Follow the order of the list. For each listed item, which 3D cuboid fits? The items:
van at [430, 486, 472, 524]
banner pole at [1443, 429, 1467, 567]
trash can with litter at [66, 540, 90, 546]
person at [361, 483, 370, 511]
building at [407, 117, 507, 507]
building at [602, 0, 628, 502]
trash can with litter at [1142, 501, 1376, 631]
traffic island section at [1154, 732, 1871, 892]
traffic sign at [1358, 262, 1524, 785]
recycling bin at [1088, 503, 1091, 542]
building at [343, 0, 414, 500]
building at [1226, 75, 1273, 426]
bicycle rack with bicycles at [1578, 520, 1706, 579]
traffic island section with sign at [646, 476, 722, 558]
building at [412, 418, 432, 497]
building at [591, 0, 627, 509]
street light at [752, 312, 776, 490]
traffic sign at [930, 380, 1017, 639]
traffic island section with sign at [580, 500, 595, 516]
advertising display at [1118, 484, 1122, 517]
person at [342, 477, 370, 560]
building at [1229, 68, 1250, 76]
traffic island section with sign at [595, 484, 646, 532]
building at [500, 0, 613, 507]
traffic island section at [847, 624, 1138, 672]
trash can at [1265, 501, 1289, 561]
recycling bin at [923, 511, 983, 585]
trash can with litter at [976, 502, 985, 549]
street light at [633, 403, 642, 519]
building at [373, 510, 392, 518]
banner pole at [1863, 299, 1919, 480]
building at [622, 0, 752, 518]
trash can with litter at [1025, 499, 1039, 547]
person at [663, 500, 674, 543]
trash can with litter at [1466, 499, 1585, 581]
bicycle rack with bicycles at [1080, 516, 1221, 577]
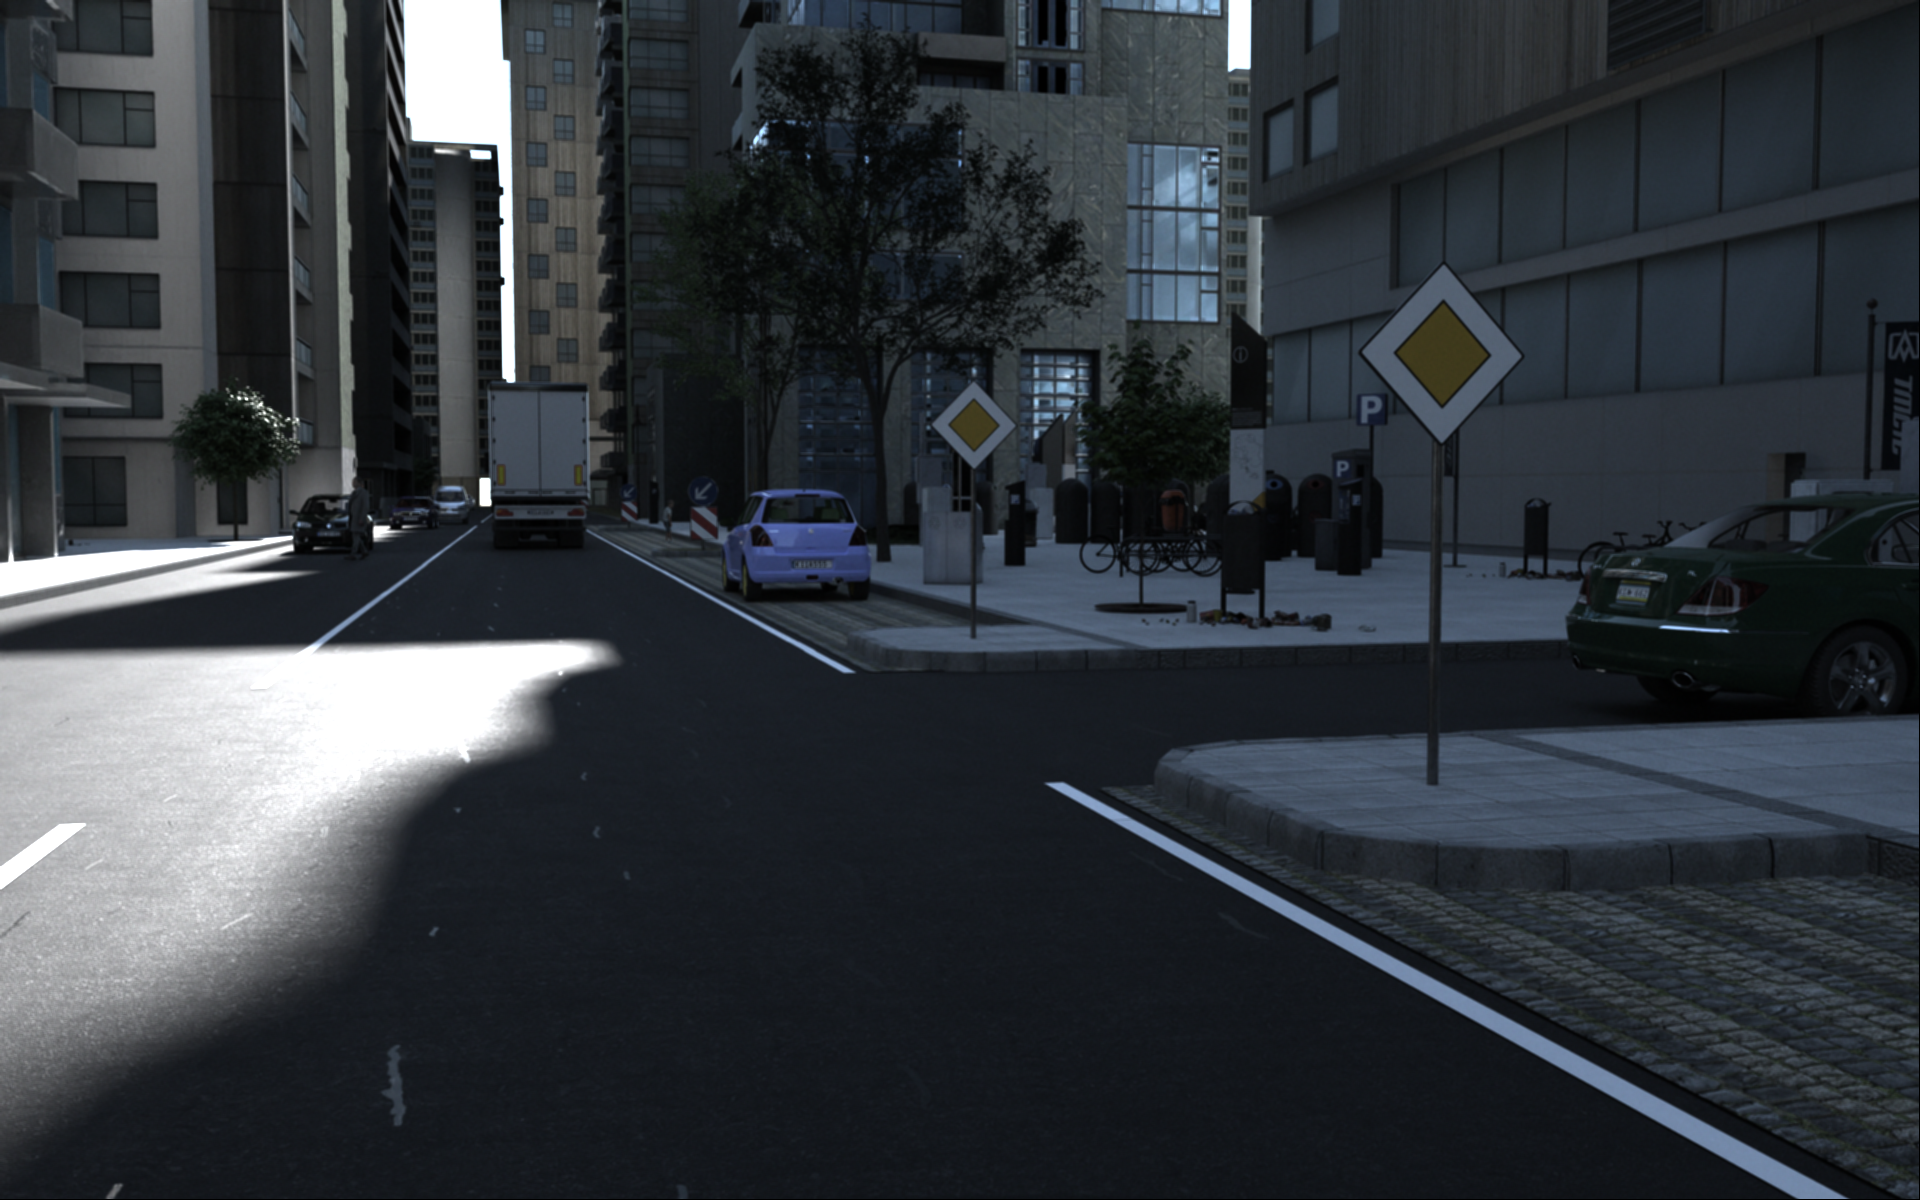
[{"bbox_3d":[-24.597,-4.682,83.570,2.013,2.044,4.112,-1,4,-15],"label":"van"},{"bbox_3d":[8.590,-2.459,30.225,0.401,3.779,0.863,2,4,35],"label":"banner pole"},{"bbox_3d":[-22.682,-1.939,42.756,2.233,1.210,1.678,-3,4,-37],"label":"trash can with litter"},{"bbox_3d":[-19.810,-2.991,57.396,0.794,1.824,0.713,-1,4,-13],"label":"person"},{"bbox_3d":[-59.692,-29.876,180.349,23.993,40.220,32.217,-1,4,-14],"label":"building"},{"bbox_3d":[-13.324,-28.526,121.028,22.147,44.769,28.867,-1,4,-14],"label":"building"},{"bbox_3d":[2.982,-0.355,16.857,1.678,1.210,2.233,-3,5,-40],"label":"trash can with litter"},{"bbox_3d":[2.105,0.894,7.668,2.009,0.180,2.903,-1,4,-14],"label":"traffic island section"},{"bbox_3d":[2.084,-0.241,7.586,0.795,2.450,0.064,-1,4,-14],"label":"traffic sign"},{"bbox_3d":[3.506,-2.091,46.738,0.722,1.027,0.722,2,4,34],"label":"recycling bin"},{"bbox_3d":[-48.851,-30.122,116.202,21.300,48.544,21.600,-1,4,-14],"label":"building"},{"bbox_3d":[14.565,-28.481,157.545,23.993,40.220,32.217,-1,4,-14],"label":"building"},{"bbox_3d":[9.511,-0.576,22.797,2.852,0.926,2.925,-3,5,-45],"label":"bicycle rack with bicycles"},{"bbox_3d":[-6.078,-1.907,39.808,1.989,1.847,2.006,-1,4,-14],"label":"traffic island section with sign"},{"bbox_3d":[-61.081,-50.785,143.003,31.000,86.520,22.319,-1,4,-14],"label":"building"},{"bbox_3d":[-19.712,-32.429,149.824,23.786,49.044,30.456,-1,4,-14],"label":"building"},{"bbox_3d":[-4.696,-4.226,41.877,0.468,5.910,1.993,-1,4,-14],"label":"street light"},{"bbox_3d":[0.116,-0.715,15.325,0.795,2.450,0.064,-1,4,-14],"label":"traffic sign"},{"bbox_3d":[-24.954,-6.447,114.034,1.989,1.847,2.006,-1,4,-14],"label":"traffic island section with sign"},{"bbox_3d":[5.311,-2.964,53.677,0.974,1.923,0.123,-1,4,-20],"label":"advertising display"},{"bbox_3d":[-13.181,-1.784,37.778,0.694,1.812,0.767,3,4,39],"label":"person"},{"bbox_3d":[30.697,-29.830,171.322,14.086,41.232,14.154,-1,4,-14],"label":"building"},{"bbox_3d":[-12.858,-3.539,66.489,1.989,1.847,2.006,-1,4,-14],"label":"traffic island section with sign"},{"bbox_3d":[-34.314,-36.415,184.618,27.495,52.752,28.713,-1,4,-14],"label":"building"},{"bbox_3d":[0.137,0.420,15.408,2.009,0.180,2.903,-1,4,-14],"label":"traffic island section"},{"bbox_3d":[5.968,-1.328,33.373,0.748,1.137,0.748,0,3,0],"label":"trash can"},{"bbox_3d":[-0.094,-0.751,24.841,0.722,1.027,0.722,1,4,14],"label":"recycling bin"},{"bbox_3d":[0.315,-1.665,38.612,0.624,1.170,1.055,-1,4,-18],"label":"trash can with litter"},{"bbox_3d":[-16.414,-7.063,88.270,0.468,5.910,1.993,-1,4,-14],"label":"street light"},{"bbox_3d":[-47.805,-24.530,92.951,32.217,40.220,23.993,-1,4,-14],"label":"building"},{"bbox_3d":[11.908,-1.970,22.228,0.863,3.779,0.401,1,4,20],"label":"banner pole"},{"bbox_3d":[-12.230,-25.425,99.297,14.154,41.232,14.086,-1,4,-14],"label":"building"},{"bbox_3d":[1.711,-1.892,42.320,0.624,1.170,1.055,0,4,-7],"label":"trash can with litter"},{"bbox_3d":[-8.563,-2.308,50.913,0.352,1.250,0.332,1,4,11],"label":"person"},{"bbox_3d":[8.871,-0.928,26.235,1.678,1.210,2.233,-1,4,-17],"label":"trash can with litter"},{"bbox_3d":[3.363,-0.875,27.695,2.925,0.926,2.852,1,4,10],"label":"bicycle rack with bicycles"}]
